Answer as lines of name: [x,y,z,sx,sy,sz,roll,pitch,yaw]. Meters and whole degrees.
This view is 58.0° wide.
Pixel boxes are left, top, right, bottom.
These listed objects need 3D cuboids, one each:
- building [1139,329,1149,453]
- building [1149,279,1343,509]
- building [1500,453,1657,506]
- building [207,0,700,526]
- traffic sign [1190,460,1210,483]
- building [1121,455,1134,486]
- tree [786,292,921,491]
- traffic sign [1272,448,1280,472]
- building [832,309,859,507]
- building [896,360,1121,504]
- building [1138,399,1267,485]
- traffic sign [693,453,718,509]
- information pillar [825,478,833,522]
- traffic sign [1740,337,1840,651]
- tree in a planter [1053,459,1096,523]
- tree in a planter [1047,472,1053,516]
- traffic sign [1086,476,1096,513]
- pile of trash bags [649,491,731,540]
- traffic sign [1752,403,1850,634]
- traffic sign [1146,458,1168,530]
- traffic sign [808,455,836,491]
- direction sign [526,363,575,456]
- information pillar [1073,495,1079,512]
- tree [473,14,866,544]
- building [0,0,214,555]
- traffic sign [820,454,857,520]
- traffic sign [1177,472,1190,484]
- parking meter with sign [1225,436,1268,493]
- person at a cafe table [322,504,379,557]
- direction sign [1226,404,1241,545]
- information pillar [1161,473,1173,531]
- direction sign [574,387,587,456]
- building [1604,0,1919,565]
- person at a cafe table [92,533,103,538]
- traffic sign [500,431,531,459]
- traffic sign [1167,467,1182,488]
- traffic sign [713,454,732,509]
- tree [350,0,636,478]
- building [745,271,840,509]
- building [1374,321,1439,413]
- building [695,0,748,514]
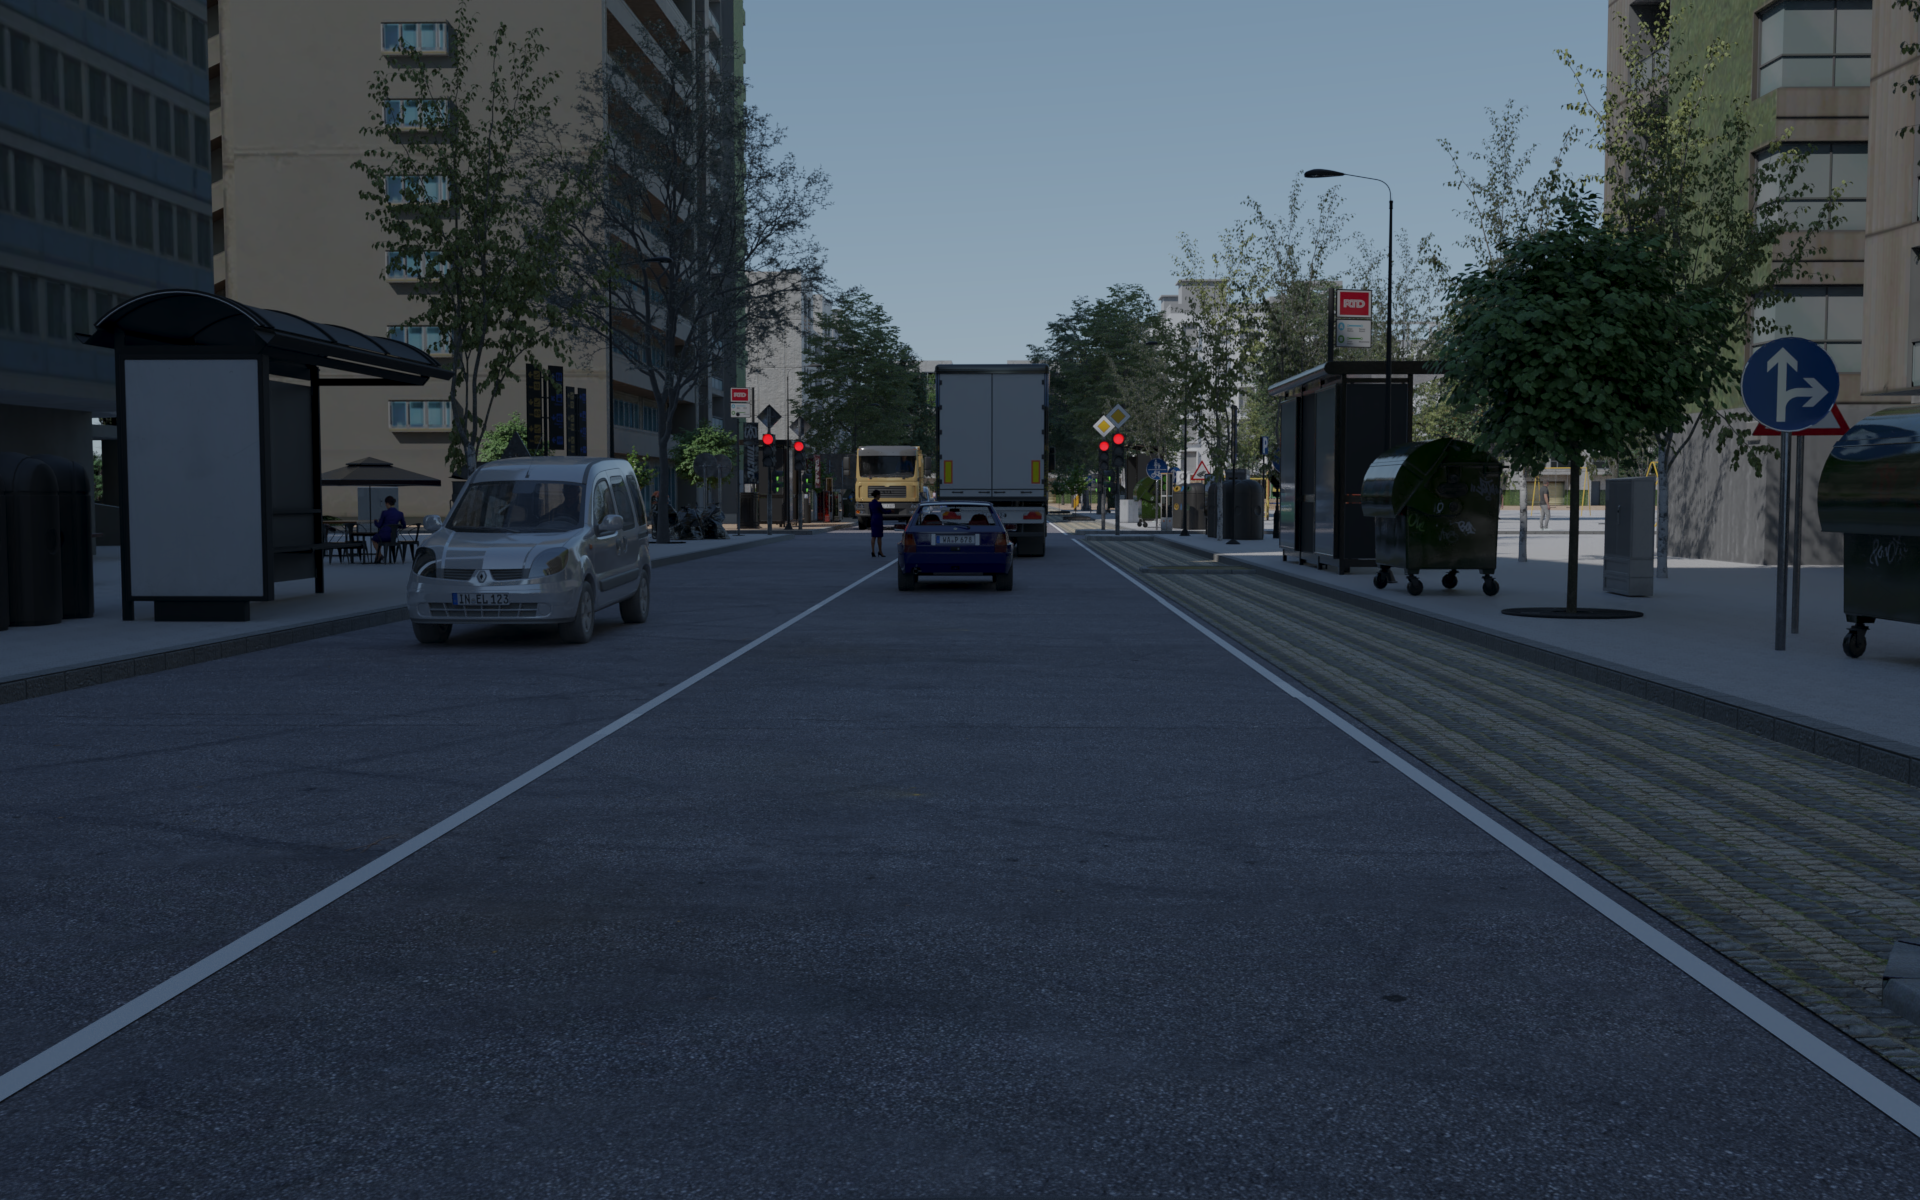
building: [25.793,-19.174,169.918,16.016,20.091,11.380,0,4,2]
building: [25.964,-18.444,157.983,16.016,20.091,11.380,0,4,2]
building: [68.280,-20.123,195.472,31.486,18.905,16.747,0,4,2]
building: [-24.668,-27.890,79.703,21.300,48.544,21.600,0,4,2]
traffic sign: [9.276,-4.064,66.442,0.884,2.594,0.081,0,4,8]
building: [23.041,-15.160,190.009,9.099,9.664,28.070,0,4,2]
tree: [-5.629,-10.919,96.650,7.486,12.596,7.792,0,3,0]
traffic sign: [8.359,-2.707,44.363,0.768,2.556,0.104,0,4,2]
building: [-18.682,-19.490,175.073,16.016,20.091,11.380,0,4,2]
building: [6.436,-22.680,237.271,31.486,18.905,16.747,0,4,2]
building: [38.677,-22.635,236.539,31.486,18.905,16.747,0,4,2]
traffic sign: [-7.898,-3.278,53.696,0.768,2.556,0.104,0,4,3]
information pillar: [-5.932,-4.520,78.399,0.304,2.012,0.304,-1,4,-13]
traffic sign: [6.738,-0.859,14.150,0.768,2.556,0.104,0,4,7]
tree in a planter: [5.829,-5.500,87.153,1.991,3.239,1.994,0,4,2]
tree in a planter: [6.611,-7.219,115.247,1.991,3.239,1.994,0,4,2]
traffic sign: [8.877,-7.180,117.501,0.768,2.556,0.104,0,4,8]
pile of trash bags: [-8.052,-2.447,49.769,1.912,1.369,3.447,-2,4,-34]
traffic sign: [7.681,-0.970,15.861,0.884,2.594,0.081,0,4,3]
traffic sign: [7.012,-3.764,61.641,0.768,2.556,0.104,0,4,8]
traffic sign: [-6.771,-5.871,89.857,2.265,3.308,0.079,0,4,7]
direction sign: [-7.268,-2.350,30.416,0.379,3.537,0.876,2,4,31]
information pillar: [8.421,-8.199,125.413,0.183,3.616,0.504,-3,4,-37]
tree: [-7.578,-8.197,44.385,12.009,13.543,11.850,0,3,0]
building: [-27.220,-20.618,28.992,23.993,40.220,32.217,0,4,2]
traffic sign: [-6.229,-5.693,86.961,2.265,3.308,0.079,0,4,8]
traffic sign: [9.992,-4.611,77.523,0.606,2.300,0.079,0,4,8]
parking meter with sign: [8.445,-3.454,52.728,1.738,3.016,0.543,2,4,28]
person at a cafe table: [-13.012,-1.541,36.055,1.726,1.238,1.698,0,4,5]
direction sign: [6.972,-3.187,44.109,0.379,3.537,0.876,1,4,17]
information pillar: [7.267,-3.446,60.831,0.304,2.012,0.304,-3,4,-38]
direction sign: [-8.134,-2.740,36.795,0.379,3.537,0.876,1,4,15]
building: [21.683,-21.590,36.584,14.154,41.232,14.086,0,4,2]
person at a cafe table: [-12.780,-0.929,23.709,1.622,1.524,1.698,-1,4,-16]
traffic sign: [-9.197,-2.196,35.903,0.884,2.594,0.081,0,4,5]
traffic sign: [10.137,-4.996,81.782,0.768,2.556,0.104,0,4,5]
traffic sign: [-7.649,-3.369,55.181,0.768,2.556,0.104,0,4,5]
tree: [-7.374,-4.669,26.707,4.737,8.622,4.395,0,3,0]
building: [-20.524,-17.564,153.627,16.747,18.905,31.486,0,4,2]
building: [46.854,-20.769,195.986,11.380,20.091,16.016,0,4,2]
building: [-21.635,-26.121,110.676,14.154,41.232,14.086,0,4,2]
